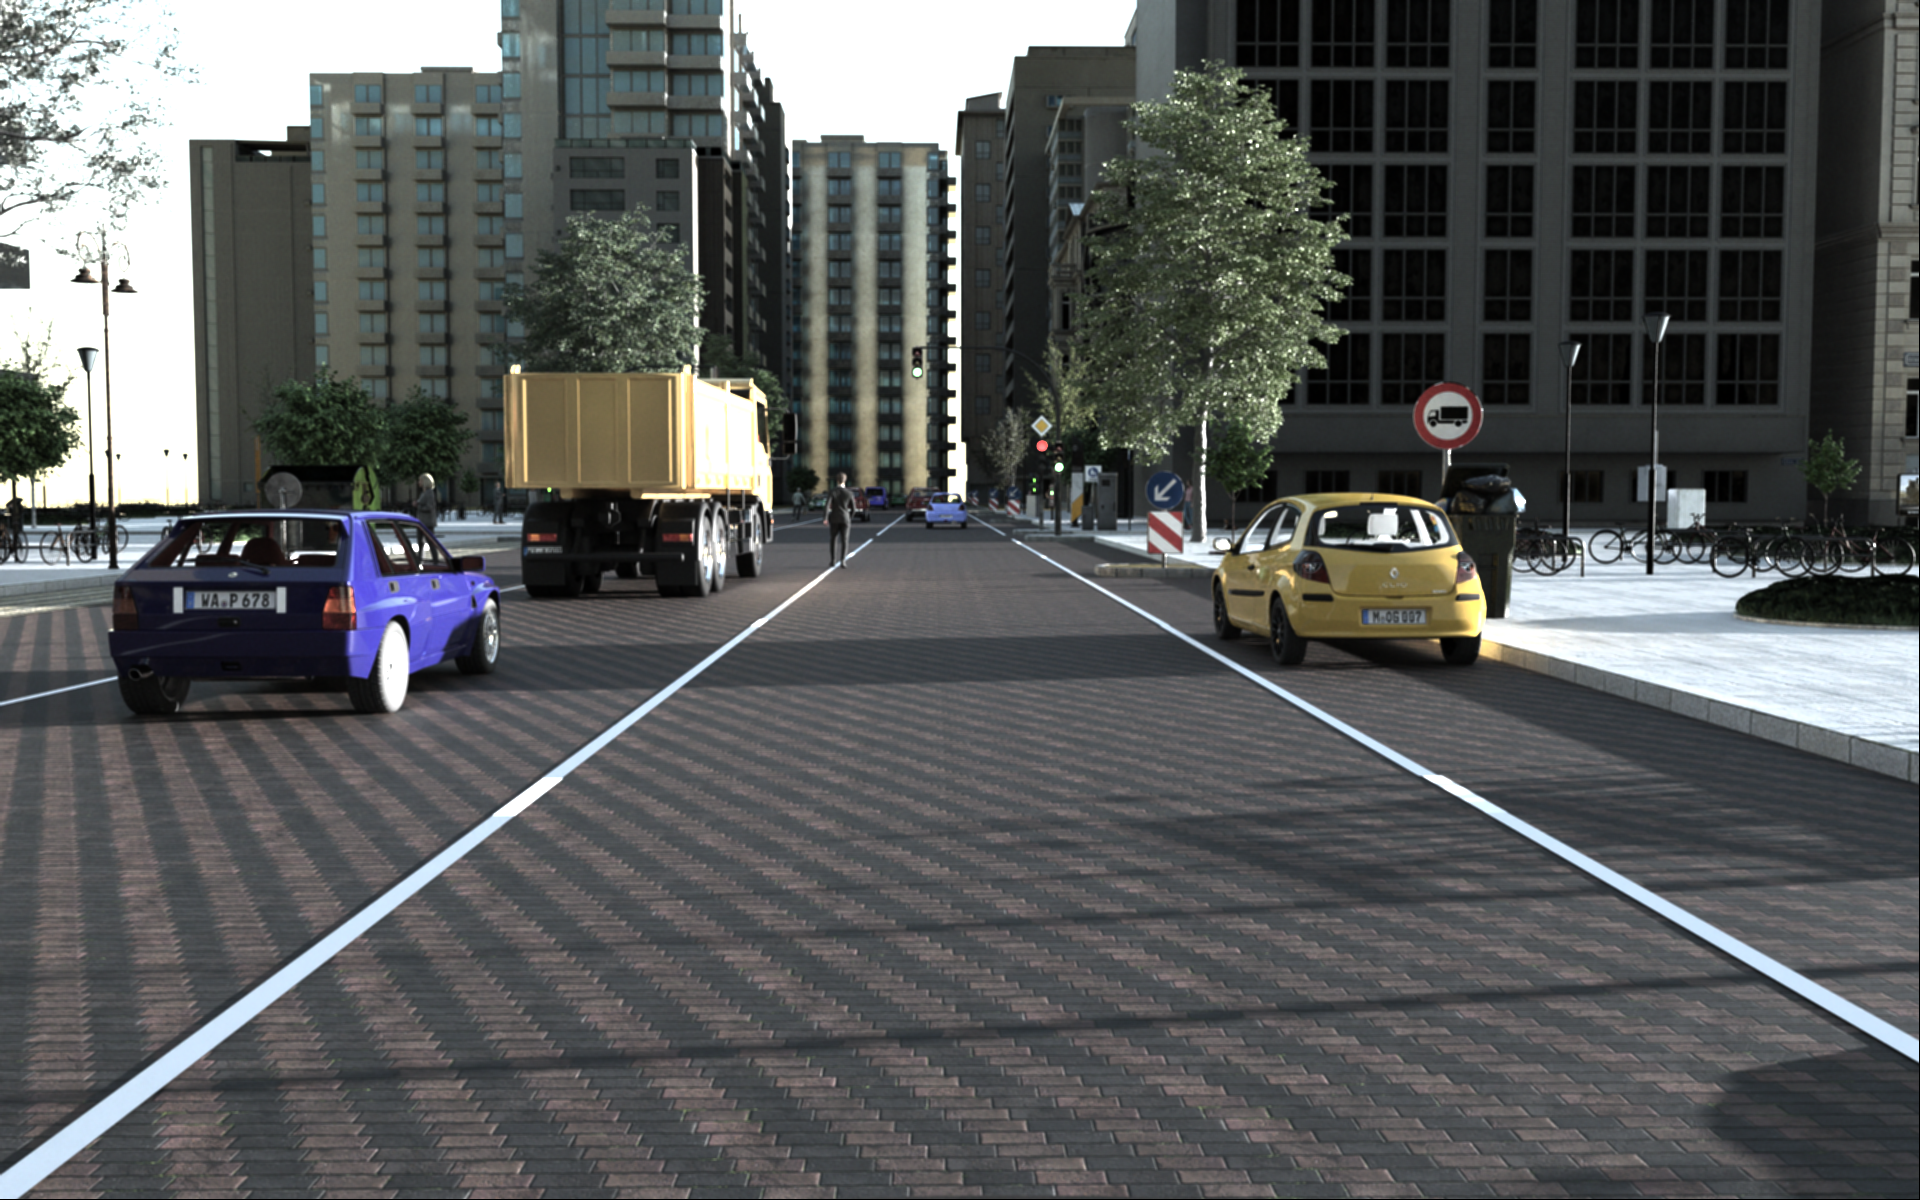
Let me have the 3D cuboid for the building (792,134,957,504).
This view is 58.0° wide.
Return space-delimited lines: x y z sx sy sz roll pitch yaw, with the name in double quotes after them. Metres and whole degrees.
-15.727 -37.538 233.358 30.456 49.044 23.786 0 4 -1 "building"

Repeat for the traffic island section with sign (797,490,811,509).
-14.336 -9.487 163.732 1.989 1.847 2.006 0 4 -1 "traffic island section with sign"

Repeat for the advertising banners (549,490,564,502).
-14.682 -4.130 63.719 0.090 3.025 2.074 1 4 8 "advertising banners"

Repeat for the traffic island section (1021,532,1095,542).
3.042 -1.915 53.594 2.009 0.180 2.903 0 4 -1 "traffic island section"

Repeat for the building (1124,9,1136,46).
33.941 -40.223 199.638 28.212 58.520 21.231 0 4 -1 "building"

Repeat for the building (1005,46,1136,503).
15.912 -34.329 184.976 21.300 48.544 21.600 0 4 -1 "building"

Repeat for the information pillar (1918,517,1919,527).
30.571 -3.076 54.785 0.304 2.012 0.304 -1 4 -17 "information pillar"

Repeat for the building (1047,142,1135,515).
13.310 -18.353 119.156 14.460 24.649 34.723 0 4 -1 "building"

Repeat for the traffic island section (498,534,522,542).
-12.897 -1.900 53.345 2.009 0.180 2.903 0 4 -1 "traffic island section"

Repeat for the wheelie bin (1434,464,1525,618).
5.418 -0.620 18.041 0.980 1.594 0.693 0 4 -6 "wheelie bin"

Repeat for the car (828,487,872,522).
-5.784 -4.993 90.311 2.281 1.827 5.304 0 3 0 "car"

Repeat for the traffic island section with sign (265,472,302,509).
-12.206 -1.357 30.822 1.989 1.847 2.006 0 4 -1 "traffic island section with sign"

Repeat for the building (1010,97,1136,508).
21.053 -28.787 162.555 32.217 40.220 23.993 0 4 -1 "building"

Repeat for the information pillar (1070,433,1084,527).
4.525 -4.618 66.851 0.504 3.616 0.183 2 4 29 "information pillar"

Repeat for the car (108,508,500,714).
-4.573 -0.004 12.646 1.945 1.354 3.894 0 4 -1 "car"

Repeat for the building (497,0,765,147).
-30.490 -33.393 165.583 23.786 49.044 30.456 0 4 -1 "building"

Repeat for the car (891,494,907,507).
-6.619 -11.095 190.195 1.959 1.807 4.718 0 4 1 "car"

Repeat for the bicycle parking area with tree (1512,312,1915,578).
11.083 -2.639 30.145 9.016 4.147 8.231 1 4 18 "bicycle parking area with tree"

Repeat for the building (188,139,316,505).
-79.802 -31.731 202.403 14.086 41.232 14.154 0 4 -1 "building"

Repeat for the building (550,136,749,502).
-25.308 -22.762 143.857 14.160 30.474 14.107 0 4 -1 "building"

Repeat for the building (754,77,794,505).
-30.612 -35.182 198.928 21.600 48.544 21.300 0 4 -1 "building"

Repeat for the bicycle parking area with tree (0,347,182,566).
-19.640 -2.853 33.641 8.231 4.147 9.016 1 4 11 "bicycle parking area with tree"

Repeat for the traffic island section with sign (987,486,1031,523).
2.519 -4.751 86.302 1.989 1.847 2.006 0 4 -1 "traffic island section with sign"

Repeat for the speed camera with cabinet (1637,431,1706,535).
22.382 -3.679 54.480 2.038 3.252 0.660 -1 4 -11 "speed camera with cabinet"

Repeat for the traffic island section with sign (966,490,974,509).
1.299 -9.461 163.320 1.989 1.847 2.006 0 4 -1 "traffic island section with sign"

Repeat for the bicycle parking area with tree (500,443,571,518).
-23.718 -6.819 98.490 8.231 4.147 9.016 -3 5 -40 "bicycle parking area with tree"

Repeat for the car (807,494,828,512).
-11.528 -8.057 143.523 2.131 1.459 4.920 0 4 0 "car"

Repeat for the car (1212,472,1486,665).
3.442 -0.352 15.980 2.015 1.641 3.980 0 4 -2 "car"

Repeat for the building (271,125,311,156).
-76.805 -37.146 231.042 21.600 48.544 21.300 0 4 -1 "building"

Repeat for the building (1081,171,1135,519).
14.872 -13.834 93.639 16.820 18.784 16.811 0 4 -1 "building"

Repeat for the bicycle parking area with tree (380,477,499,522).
-27.937 -5.876 83.074 8.231 4.147 9.016 0 4 6 "bicycle parking area with tree"

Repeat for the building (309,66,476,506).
-57.097 -35.326 197.195 30.456 49.044 23.786 0 4 -1 "building"

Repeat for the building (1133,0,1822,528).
19.676 -16.863 69.220 24.014 27.812 14.314 0 4 -1 "building"

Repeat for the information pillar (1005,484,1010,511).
3.642 -7.827 132.464 0.304 2.012 0.304 3 4 38 "information pillar"

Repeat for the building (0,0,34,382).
-40.080 -25.609 38.318 30.456 49.044 23.786 0 4 -1 "building"

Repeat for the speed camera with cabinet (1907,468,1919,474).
34.773 -4.104 61.434 2.038 3.252 0.660 1 4 9 "speed camera with cabinet"

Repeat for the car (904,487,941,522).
-1.848 -5.098 92.023 2.281 1.827 5.304 0 4 -3 "car"

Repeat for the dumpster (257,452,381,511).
-12.441 -1.753 33.619 1.985 2.255 1.502 0 4 1 "dumpster"

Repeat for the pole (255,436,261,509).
-24.490 -4.074 60.452 0.158 3.312 0.155 0 3 0 "pole"

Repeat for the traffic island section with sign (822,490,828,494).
-14.771 -11.135 190.683 1.989 1.847 2.006 0 4 -1 "traffic island section with sign"

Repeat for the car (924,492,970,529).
-0.556 -3.878 72.994 1.945 1.707 3.694 0 4 1 "car"

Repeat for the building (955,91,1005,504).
13.215 -39.531 235.571 27.495 52.752 28.713 0 4 -1 "building"

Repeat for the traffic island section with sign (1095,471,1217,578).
3.419 -1.348 30.673 1.989 1.847 2.006 0 4 -1 "traffic island section with sign"

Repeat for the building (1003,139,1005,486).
12.230 -33.834 203.292 14.600 45.320 14.200 0 4 -1 "building"

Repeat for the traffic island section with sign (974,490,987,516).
2.076 -6.450 114.091 1.989 1.847 2.006 0 4 -1 "traffic island section with sign"

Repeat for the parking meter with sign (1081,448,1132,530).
5.184 -3.972 61.210 1.738 3.016 0.543 0 4 -3 "parking meter with sign"

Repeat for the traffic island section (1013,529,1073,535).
2.915 -2.403 61.578 2.009 0.180 2.903 0 4 -1 "traffic island section"

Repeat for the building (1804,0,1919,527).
45.591 -16.620 69.004 25.104 27.353 12.463 0 4 -1 "building"
